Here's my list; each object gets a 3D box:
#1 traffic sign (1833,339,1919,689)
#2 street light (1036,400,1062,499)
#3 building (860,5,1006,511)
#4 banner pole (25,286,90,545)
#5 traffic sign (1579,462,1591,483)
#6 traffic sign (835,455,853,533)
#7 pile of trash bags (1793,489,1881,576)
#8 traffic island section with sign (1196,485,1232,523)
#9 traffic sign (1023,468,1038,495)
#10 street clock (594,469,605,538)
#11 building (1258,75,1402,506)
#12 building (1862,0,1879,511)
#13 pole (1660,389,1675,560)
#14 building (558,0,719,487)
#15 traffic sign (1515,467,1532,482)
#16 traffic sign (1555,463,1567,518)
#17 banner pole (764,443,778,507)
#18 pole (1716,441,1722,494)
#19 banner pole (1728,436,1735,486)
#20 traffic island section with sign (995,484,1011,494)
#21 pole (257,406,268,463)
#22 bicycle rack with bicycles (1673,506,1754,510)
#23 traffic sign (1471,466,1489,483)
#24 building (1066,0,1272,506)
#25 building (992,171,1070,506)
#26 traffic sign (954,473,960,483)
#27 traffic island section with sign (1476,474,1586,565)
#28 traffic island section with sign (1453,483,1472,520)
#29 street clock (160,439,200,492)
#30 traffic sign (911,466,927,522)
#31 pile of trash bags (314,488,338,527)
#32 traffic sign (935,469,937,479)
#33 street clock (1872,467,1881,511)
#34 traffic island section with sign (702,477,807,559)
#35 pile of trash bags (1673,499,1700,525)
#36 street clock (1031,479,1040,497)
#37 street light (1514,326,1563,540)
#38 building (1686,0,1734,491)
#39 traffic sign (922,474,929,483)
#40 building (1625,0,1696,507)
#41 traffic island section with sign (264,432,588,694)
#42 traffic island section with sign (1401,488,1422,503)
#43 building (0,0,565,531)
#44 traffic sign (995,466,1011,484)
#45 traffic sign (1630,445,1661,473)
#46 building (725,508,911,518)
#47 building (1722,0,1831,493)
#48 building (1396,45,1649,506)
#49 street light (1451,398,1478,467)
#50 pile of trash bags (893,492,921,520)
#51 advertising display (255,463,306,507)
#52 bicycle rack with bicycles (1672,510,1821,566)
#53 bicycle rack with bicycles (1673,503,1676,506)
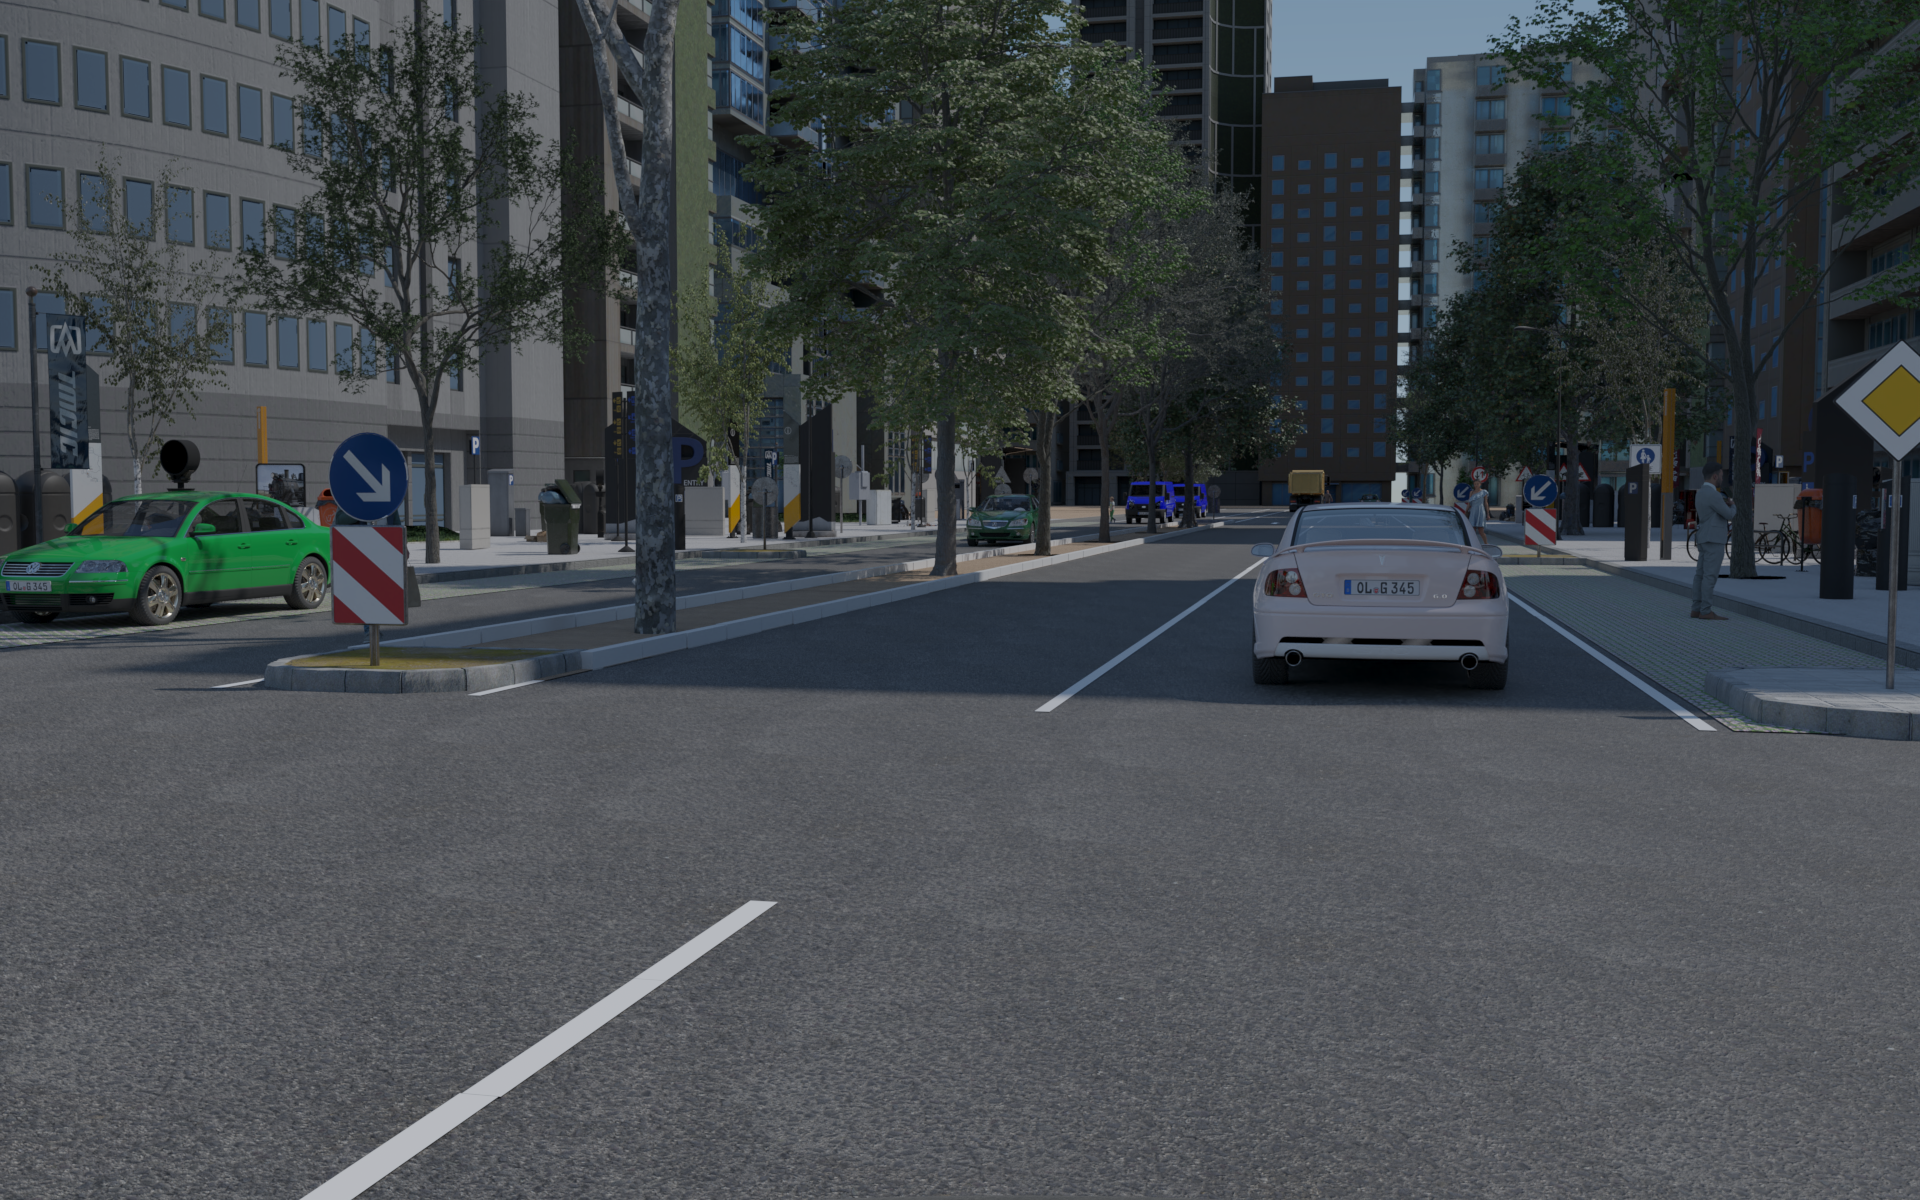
[{"bbox_3d":[6.116,-0.470,11.333,0.795,2.450,0.064,1,4,13],"label":"traffic sign"},{"bbox_3d":[4.307,-6.864,84.766,1.470,5.913,1.316,1,4,13],"label":"street light"},{"bbox_3d":[-11.602,-33.781,141.562,27.495,52.752,28.713,1,4,13],"label":"building"},{"bbox_3d":[-11.043,-1.905,21.158,0.401,3.779,0.863,3,4,38],"label":"banner pole"},{"bbox_3d":[25.328,-4.332,70.824,0.884,2.594,0.081,1,4,15],"label":"traffic sign"},{"bbox_3d":[-3.893,-3.467,56.792,0.768,2.556,0.104,1,4,17],"label":"traffic sign"},{"bbox_3d":[14.730,-1.082,27.443,1.912,1.369,3.447,-2,4,-25],"label":"pile of trash bags"},{"bbox_3d":[12.648,-4.803,86.667,2.006,1.907,1.989,1,4,13],"label":"traffic island section with sign"},{"bbox_3d":[3.414,-5.139,84.130,0.768,2.556,0.104,1,4,22],"label":"traffic sign"},{"bbox_3d":[-10.524,-2.821,50.694,0.358,2.002,0.471,-1,4,-9],"label":"street clock"},{"bbox_3d":[40.205,-32.911,188.197,14.200,45.320,14.600,1,4,13],"label":"building"},{"bbox_3d":[46.697,-26.933,64.058,21.300,48.544,21.600,1,4,13],"label":"building"},{"bbox_3d":[13.748,-2.435,33.649,0.158,3.312,0.155,0,3,0],"label":"pole"},{"bbox_3d":[-20.388,-24.247,80.034,14.154,41.232,14.086,1,4,13],"label":"building"},{"bbox_3d":[23.918,-4.477,73.209,0.884,2.594,0.081,1,4,18],"label":"traffic sign"},{"bbox_3d":[25.139,-4.414,72.169,0.884,2.594,0.081,1,4,17],"label":"traffic sign"},{"bbox_3d":[-9.123,-5.756,84.133,0.863,3.779,0.401,-2,4,-27],"label":"banner pole"},{"bbox_3d":[29.028,-4.431,66.289,0.158,3.312,0.155,0,3,0],"label":"pole"},{"bbox_3d":[29.433,-4.610,65.383,0.863,3.779,0.401,1,4,12],"label":"banner pole"},{"bbox_3d":[1.582,-3.494,65.751,1.989,1.847,2.006,1,4,13],"label":"traffic island section with sign"},{"bbox_3d":[-16.243,-2.846,40.371,0.158,3.312,0.155,0,3,0],"label":"pole"},{"bbox_3d":[18.456,-1.691,41.031,2.852,0.926,2.925,2,4,29],"label":"bicycle rack with bicycles"},{"bbox_3d":[23.900,-4.867,79.685,0.768,2.556,0.104,1,4,17],"label":"traffic sign"},{"bbox_3d":[23.857,-46.221,193.963,20.611,71.187,20.563,1,4,13],"label":"building"},{"bbox_3d":[2.091,-35.251,200.050,21.600,48.544,21.300,1,4,13],"label":"building"},{"bbox_3d":[-0.437,-5.058,82.694,0.884,2.594,0.081,1,4,17],"label":"traffic sign"},{"bbox_3d":[11.752,-1.653,35.650,1.989,1.847,2.006,1,4,13],"label":"traffic island section with sign"},{"bbox_3d":[17.813,-3.259,61.918,1.989,1.847,2.006,1,4,13],"label":"traffic island section with sign"},{"bbox_3d":[-10.385,-1.134,23.108,0.471,2.002,0.358,1,4,18],"label":"street clock"},{"bbox_3d":[-1.912,-4.865,79.653,0.768,2.556,0.104,1,4,17],"label":"traffic sign"},{"bbox_3d":[-11.247,-1.076,27.352,3.447,1.369,1.912,0,4,-1],"label":"pile of trash bags"},{"bbox_3d":[-0.828,-4.911,80.408,0.768,2.556,0.104,1,4,17],"label":"traffic sign"},{"bbox_3d":[24.355,-2.536,46.033,0.358,2.002,0.471,-1,4,-17],"label":"street clock"},{"bbox_3d":[-4.556,-1.865,39.117,1.989,1.847,2.006,1,4,13],"label":"traffic island section with sign"},{"bbox_3d":[31.571,-3.859,72.844,3.447,1.369,1.912,2,4,34],"label":"pile of trash bags"},{"bbox_3d":[3.625,-4.789,82.871,0.471,2.002,0.358,0,4,7],"label":"street clock"},{"bbox_3d":[16.024,-4.616,48.008,1.470,5.913,1.316,1,4,13],"label":"street light"},{"bbox_3d":[51.702,-25.745,104.525,14.154,41.232,14.086,1,4,13],"label":"building"},{"bbox_3d":[-1.817,-4.980,81.524,0.768,2.556,0.104,1,4,16],"label":"traffic sign"},{"bbox_3d":[63.719,-32.715,124.132,28.713,52.752,27.495,1,4,13],"label":"building"},{"bbox_3d":[-4.237,-0.325,13.443,2.006,1.907,1.989,1,4,13],"label":"traffic island section with sign"},{"bbox_3d":[29.112,-6.252,110.847,1.989,1.847,2.006,1,4,13],"label":"traffic island section with sign"},{"bbox_3d":[-28.060,-31.157,51.414,21.231,58.520,28.212,1,4,13],"label":"building"},{"bbox_3d":[1.907,-4.882,79.824,0.884,2.594,0.081,1,4,14],"label":"traffic sign"},{"bbox_3d":[14.129,-2.057,35.755,0.606,2.300,0.079,1,4,18],"label":"traffic sign"},{"bbox_3d":[-15.923,-48.654,108.166,22.319,86.520,31.000,1,4,13],"label":"building"},{"bbox_3d":[49.209,-26.934,90.487,14.600,45.320,14.200,1,4,13],"label":"building"},{"bbox_3d":[62.865,-34.702,186.986,30.456,49.044,23.786,1,4,13],"label":"building"},{"bbox_3d":[24.218,-6.759,83.055,1.470,5.913,1.316,1,4,13],"label":"street light"},{"bbox_3d":[-2.380,-4.656,85.882,1.912,1.369,3.447,1,4,13],"label":"pile of trash bags"},{"bbox_3d":[-14.188,-1.896,36.218,0.974,1.923,0.123,-1,4,-14],"label":"advertising display"},{"bbox_3d":[15.275,-1.133,31.902,2.852,0.926,2.925,-1,4,-13],"label":"bicycle rack with bicycles"},{"bbox_3d":[28.484,-3.514,70.829,2.925,0.926,2.852,3,5,44],"label":"bicycle rack with bicycles"}]
